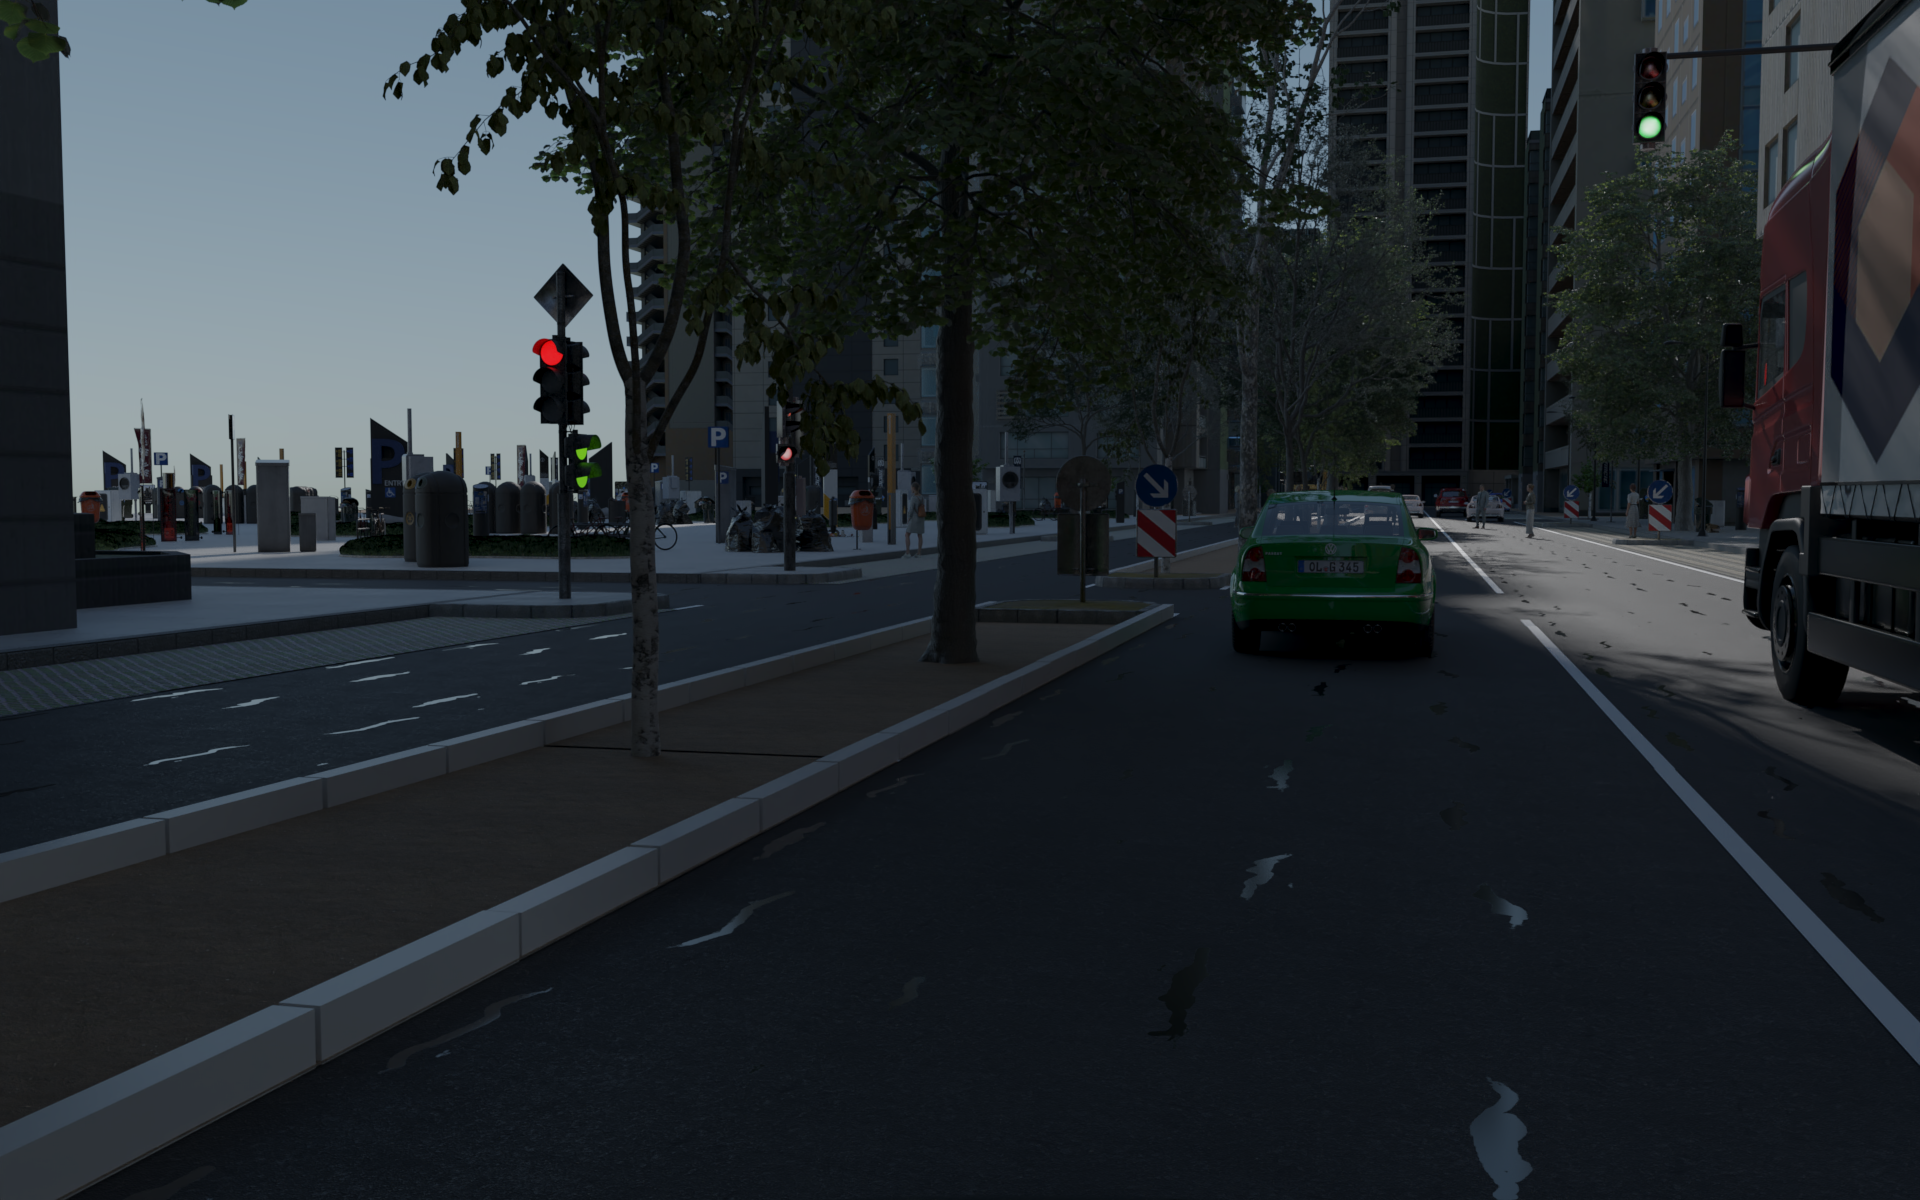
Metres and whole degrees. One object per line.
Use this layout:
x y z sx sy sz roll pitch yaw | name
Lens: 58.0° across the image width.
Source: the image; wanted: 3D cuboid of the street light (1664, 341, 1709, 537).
21.997 -4.889 52.471 1.470 5.913 1.316 1 4 14 | street light

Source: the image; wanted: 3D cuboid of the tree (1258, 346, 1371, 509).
14.539 -7.152 69.749 4.737 8.622 4.395 0 3 0 | tree

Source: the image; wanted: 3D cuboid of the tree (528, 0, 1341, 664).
-0.053 -5.762 14.799 7.486 12.596 7.792 0 3 0 | tree

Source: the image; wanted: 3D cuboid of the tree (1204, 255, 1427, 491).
12.842 -7.755 63.665 8.767 10.594 7.601 1 4 14 | tree

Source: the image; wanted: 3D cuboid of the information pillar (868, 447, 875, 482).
-4.396 -5.799 86.174 0.183 3.616 0.504 2 4 33 | information pillar

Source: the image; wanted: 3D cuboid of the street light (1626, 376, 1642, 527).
25.684 -5.774 66.952 1.470 5.913 1.316 1 4 14 | street light

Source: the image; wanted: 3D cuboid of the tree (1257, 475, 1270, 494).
26.620 -9.780 154.510 1.663 3.219 1.824 0 3 0 | tree

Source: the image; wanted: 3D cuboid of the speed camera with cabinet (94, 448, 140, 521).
-36.398 -4.918 74.737 2.038 3.252 0.660 1 4 19 | speed camera with cabinet

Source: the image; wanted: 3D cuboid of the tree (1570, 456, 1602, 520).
31.686 -5.692 87.668 1.663 3.219 1.824 0 3 0 | tree

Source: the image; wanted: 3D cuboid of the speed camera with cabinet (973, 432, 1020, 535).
0.862 -3.710 54.993 2.038 3.252 0.660 -1 4 -13 | speed camera with cabinet

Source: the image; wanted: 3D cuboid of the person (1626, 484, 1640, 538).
21.328 -2.812 55.045 0.480 1.755 0.524 -2 4 -24 | person

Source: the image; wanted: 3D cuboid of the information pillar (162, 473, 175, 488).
-27.163 -3.364 59.489 0.304 2.012 0.304 -3 5 -42 | information pillar

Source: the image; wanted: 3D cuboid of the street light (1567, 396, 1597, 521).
29.580 -6.708 82.214 1.470 5.913 1.316 1 4 14 | street light

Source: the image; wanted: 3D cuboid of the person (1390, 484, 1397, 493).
18.471 -4.032 74.207 0.659 1.850 0.755 -1 4 -9 | person

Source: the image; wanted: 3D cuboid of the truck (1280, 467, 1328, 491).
24.127 -7.602 120.211 3.469 3.379 9.791 1 4 13 | truck

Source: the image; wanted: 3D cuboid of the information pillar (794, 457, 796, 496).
-7.887 -5.570 82.416 0.183 3.616 0.504 0 4 -2 | information pillar

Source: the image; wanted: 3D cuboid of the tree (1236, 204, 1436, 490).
16.585 -10.281 77.207 9.857 13.997 8.962 0 3 0 | tree

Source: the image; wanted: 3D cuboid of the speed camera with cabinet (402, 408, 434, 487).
-12.176 -2.765 39.539 0.660 3.252 2.038 -2 4 -32 | speed camera with cabinet

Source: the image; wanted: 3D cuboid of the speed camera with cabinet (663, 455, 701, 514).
-14.258 -5.781 88.857 2.038 3.252 0.660 -3 5 -44 | speed camera with cabinet

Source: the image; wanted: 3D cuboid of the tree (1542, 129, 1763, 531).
25.257 -9.394 60.254 9.857 13.997 8.962 0 3 0 | tree

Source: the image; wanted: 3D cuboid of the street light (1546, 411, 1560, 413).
33.407 -7.591 96.659 1.470 5.913 1.316 1 4 14 | street light

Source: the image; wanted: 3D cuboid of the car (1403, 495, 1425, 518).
27.222 -5.688 105.358 2.083 1.381 4.827 1 4 14 | car

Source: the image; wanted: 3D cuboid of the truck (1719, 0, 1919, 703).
6.042 -1.190 8.366 2.839 4.237 11.283 1 4 14 | truck

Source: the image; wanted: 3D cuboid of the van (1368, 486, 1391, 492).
22.199 -5.161 91.389 2.013 2.044 4.112 1 4 14 | van

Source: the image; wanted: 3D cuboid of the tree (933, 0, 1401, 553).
5.301 -11.003 38.251 12.611 20.169 13.585 0 3 0 | tree

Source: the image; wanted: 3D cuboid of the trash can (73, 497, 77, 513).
-50.637 -5.319 98.616 0.748 1.137 0.748 0 3 0 | trash can

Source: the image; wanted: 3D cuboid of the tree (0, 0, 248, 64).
-3.308 -5.030 2.831 7.486 12.596 7.792 0 3 0 | tree

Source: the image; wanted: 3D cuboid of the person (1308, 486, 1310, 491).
14.721 -3.959 73.498 0.678 1.792 0.850 2 4 27 | person

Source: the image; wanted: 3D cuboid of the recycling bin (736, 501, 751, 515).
-8.489 -3.306 66.604 0.722 1.027 0.722 -2 4 -30 | recycling bin

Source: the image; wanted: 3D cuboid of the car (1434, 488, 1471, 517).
30.981 -6.132 108.935 2.281 1.827 5.304 1 4 15 | car

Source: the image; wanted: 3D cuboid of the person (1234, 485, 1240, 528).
11.907 -3.970 73.595 0.526 1.800 0.537 2 4 35 | person

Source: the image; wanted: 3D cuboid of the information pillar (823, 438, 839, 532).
-4.370 -4.110 58.560 0.504 3.616 0.183 -1 4 -20 | information pillar

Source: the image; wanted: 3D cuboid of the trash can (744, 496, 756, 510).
-12.902 -5.805 106.560 0.748 1.137 0.748 0 3 0 | trash can

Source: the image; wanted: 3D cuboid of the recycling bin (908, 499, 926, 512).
-2.246 -4.802 91.068 0.722 1.027 0.722 2 4 27 | recycling bin

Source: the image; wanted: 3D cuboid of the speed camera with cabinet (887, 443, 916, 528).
-2.243 -4.435 66.854 0.660 3.252 2.038 1 4 15 | speed camera with cabinet

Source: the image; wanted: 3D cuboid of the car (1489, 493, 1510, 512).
39.761 -7.258 128.259 1.945 1.707 3.694 1 4 14 | car

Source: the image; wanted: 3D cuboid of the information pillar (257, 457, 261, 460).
-43.861 -7.176 108.682 0.504 3.616 0.183 2 4 26 | information pillar

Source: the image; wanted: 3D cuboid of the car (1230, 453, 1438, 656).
3.660 -0.493 16.854 1.959 1.807 4.718 1 4 13 | car

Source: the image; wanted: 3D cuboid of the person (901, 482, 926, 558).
-0.979 -1.776 38.549 0.522 1.701 0.512 3 4 36 | person

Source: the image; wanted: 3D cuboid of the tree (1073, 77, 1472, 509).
9.821 -8.466 51.239 12.009 13.543 11.850 0 3 0 | tree

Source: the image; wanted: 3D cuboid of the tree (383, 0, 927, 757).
-1.734 -3.433 8.949 4.737 8.622 4.395 0 3 0 | tree

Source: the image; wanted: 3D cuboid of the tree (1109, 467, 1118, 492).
8.653 -6.596 102.448 1.663 3.219 1.824 0 3 0 | tree

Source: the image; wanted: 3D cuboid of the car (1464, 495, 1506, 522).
27.378 -4.767 90.299 2.083 1.381 4.827 1 4 16 | car

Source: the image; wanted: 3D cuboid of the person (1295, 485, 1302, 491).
13.260 -3.594 67.451 0.709 1.800 0.728 2 4 30 | person

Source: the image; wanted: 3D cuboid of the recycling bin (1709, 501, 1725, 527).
29.247 -3.349 67.307 0.722 1.027 0.722 1 4 8 | recycling bin

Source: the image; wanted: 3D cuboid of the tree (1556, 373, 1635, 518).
33.751 -8.666 92.044 4.360 8.622 3.978 0 3 0 | tree

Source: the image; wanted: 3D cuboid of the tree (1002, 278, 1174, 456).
5.132 -8.267 69.575 7.601 10.594 8.767 1 4 12 | tree

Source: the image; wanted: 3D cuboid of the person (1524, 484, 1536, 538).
18.525 -2.895 56.385 0.362 1.759 0.519 1 4 11 | person

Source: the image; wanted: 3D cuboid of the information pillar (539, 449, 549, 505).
-21.610 -6.033 89.992 0.504 3.616 0.183 -2 4 -26 | information pillar

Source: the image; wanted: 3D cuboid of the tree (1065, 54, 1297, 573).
3.377 -4.601 28.052 4.360 8.622 3.978 0 3 0 | tree

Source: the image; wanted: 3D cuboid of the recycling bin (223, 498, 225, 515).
-44.723 -5.705 105.827 0.722 1.027 0.722 3 5 42 | recycling bin

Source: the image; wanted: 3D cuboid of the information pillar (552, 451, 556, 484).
-22.321 -6.357 95.288 0.183 3.616 0.504 -2 4 -31 | information pillar

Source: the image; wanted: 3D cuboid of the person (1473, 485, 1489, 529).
21.591 -3.859 71.692 0.391 1.810 0.635 -3 5 -41 | person

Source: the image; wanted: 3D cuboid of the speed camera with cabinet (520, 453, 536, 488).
-21.470 -5.526 84.678 0.660 3.252 2.038 -3 5 -41 | speed camera with cabinet

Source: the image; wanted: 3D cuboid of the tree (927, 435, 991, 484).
-0.210 -3.337 49.168 1.663 3.219 1.824 0 3 0 | tree
